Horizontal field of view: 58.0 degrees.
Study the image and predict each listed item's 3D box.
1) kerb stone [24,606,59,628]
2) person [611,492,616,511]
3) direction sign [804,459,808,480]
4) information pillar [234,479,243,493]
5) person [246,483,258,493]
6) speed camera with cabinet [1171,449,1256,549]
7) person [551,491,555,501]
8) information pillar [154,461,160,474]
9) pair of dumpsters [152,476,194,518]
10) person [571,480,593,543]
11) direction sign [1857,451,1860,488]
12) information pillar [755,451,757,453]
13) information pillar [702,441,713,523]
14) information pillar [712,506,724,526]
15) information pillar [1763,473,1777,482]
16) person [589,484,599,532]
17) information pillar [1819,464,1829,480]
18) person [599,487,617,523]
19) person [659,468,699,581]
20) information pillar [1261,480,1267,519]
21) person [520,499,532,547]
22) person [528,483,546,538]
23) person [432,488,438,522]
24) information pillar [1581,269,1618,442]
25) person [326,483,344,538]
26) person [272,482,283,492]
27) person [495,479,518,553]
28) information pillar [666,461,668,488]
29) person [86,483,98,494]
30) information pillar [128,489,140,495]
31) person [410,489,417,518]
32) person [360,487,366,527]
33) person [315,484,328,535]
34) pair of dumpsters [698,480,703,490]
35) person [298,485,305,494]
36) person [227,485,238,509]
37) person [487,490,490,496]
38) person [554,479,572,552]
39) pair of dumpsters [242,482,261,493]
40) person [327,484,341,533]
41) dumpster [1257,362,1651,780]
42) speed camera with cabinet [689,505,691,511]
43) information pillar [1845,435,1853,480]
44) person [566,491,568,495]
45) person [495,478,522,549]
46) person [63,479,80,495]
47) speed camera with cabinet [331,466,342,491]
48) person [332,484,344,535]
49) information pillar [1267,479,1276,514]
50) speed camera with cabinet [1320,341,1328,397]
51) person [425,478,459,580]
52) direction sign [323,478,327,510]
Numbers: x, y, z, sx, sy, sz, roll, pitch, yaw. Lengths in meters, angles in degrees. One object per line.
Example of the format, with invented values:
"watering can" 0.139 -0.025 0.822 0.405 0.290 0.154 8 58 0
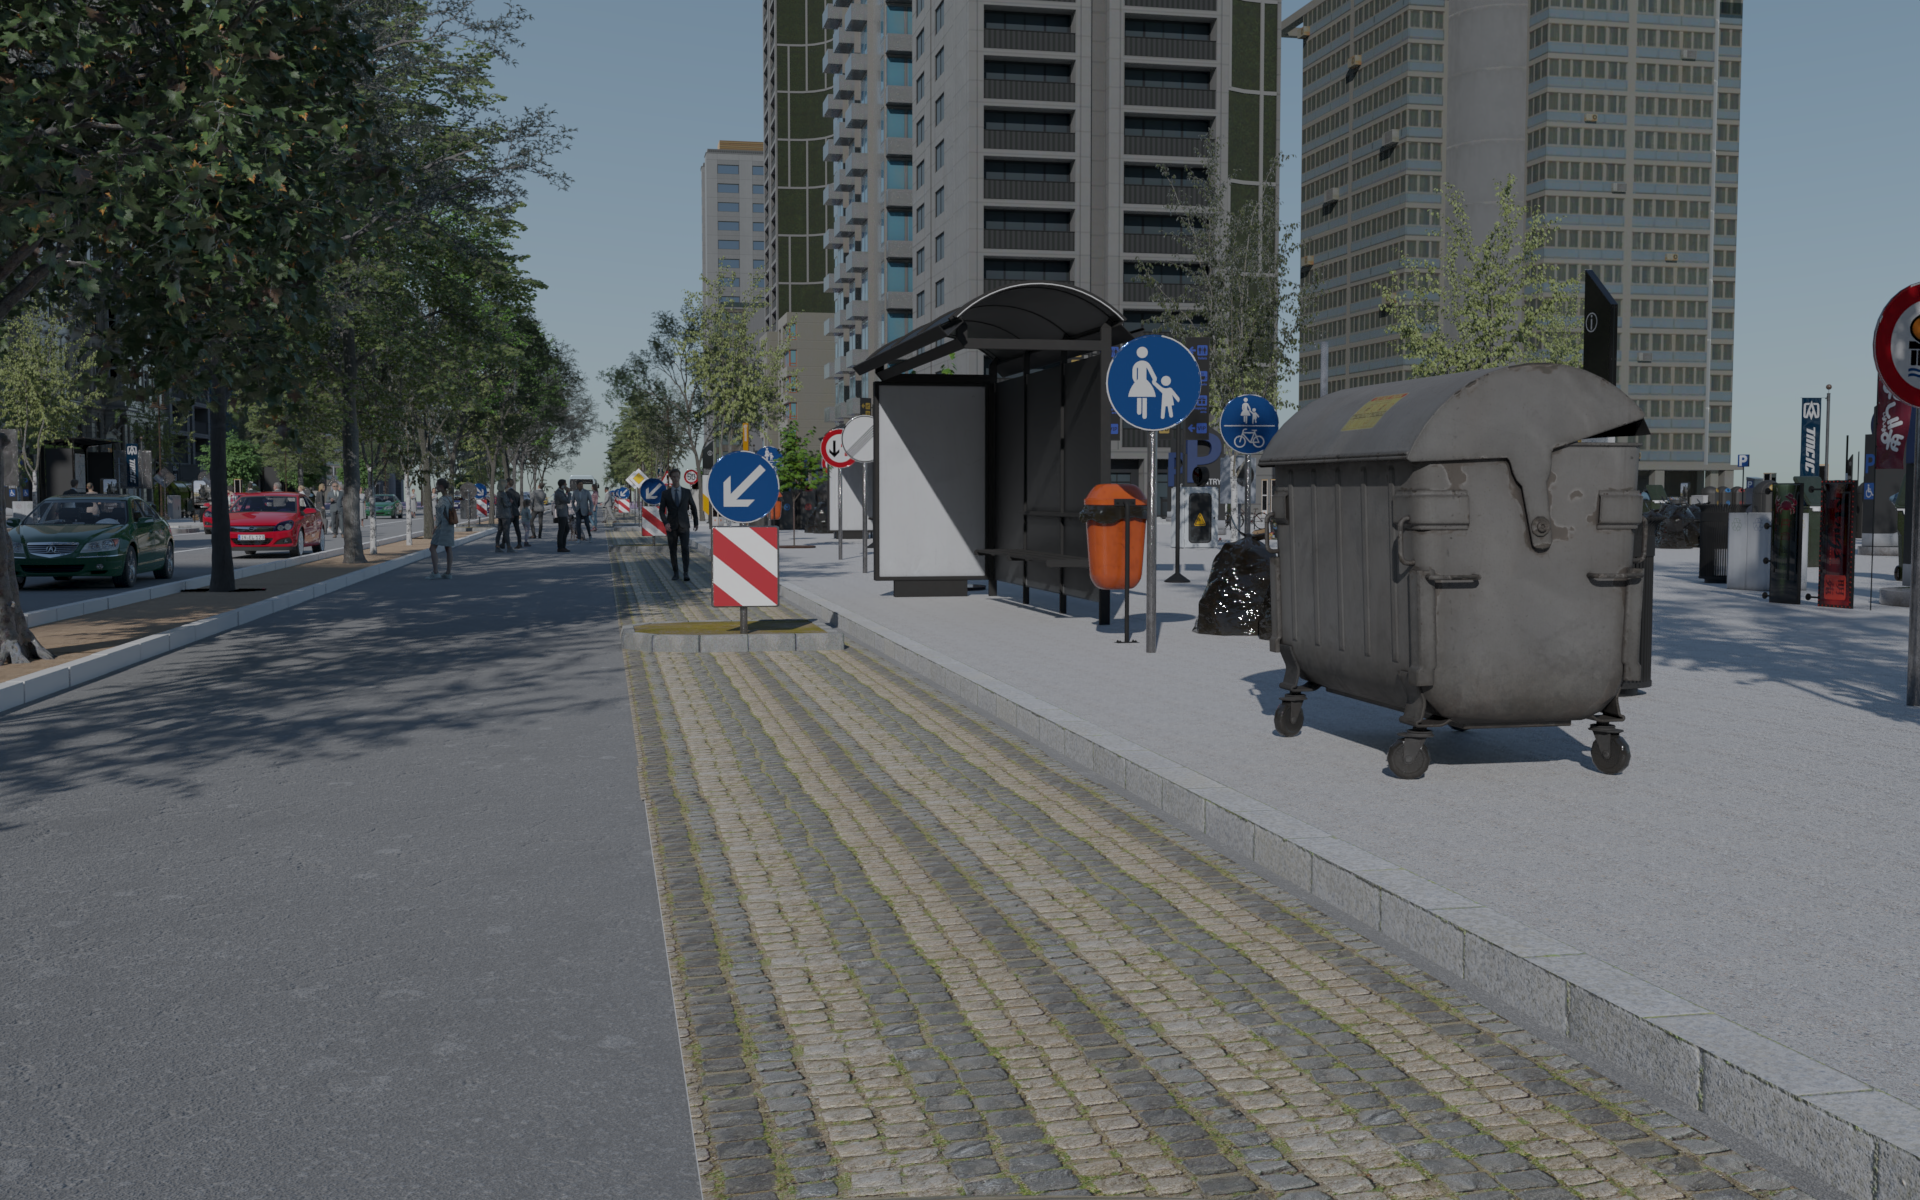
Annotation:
"kerb stone" -10.085 0.201 18.915 0.120 0.150 1.000 -1 4 -12
"person" -28.797 -8.147 143.513 0.589 1.601 0.330 0 4 -7
"direction sign" -9.866 -7.118 108.370 0.876 3.537 0.379 -3 5 -41
"information pillar" -35.461 -4.933 85.142 0.304 2.012 0.304 0 4 -5
"person" -30.560 -4.094 74.793 0.474 1.900 0.648 3 5 40
"speed camera with cabinet" 6.031 -2.861 41.110 2.038 3.252 0.660 -2 4 -25
"person" -49.767 -12.491 212.708 1.348 1.826 0.705 -3 4 -36
"information pillar" -56.346 -7.972 121.691 0.504 3.616 0.183 -2 4 -24
"pair of dumpsters" -41.967 -5.507 92.536 1.574 2.255 4.437 -1 4 -12
"person" -11.045 -2.589 50.677 0.661 1.843 0.795 0 4 5
"direction sign" 47.763 -6.124 92.131 0.379 3.537 0.876 2 4 25
"information pillar" -10.991 -6.179 92.383 0.183 3.616 0.504 3 4 38
"information pillar" -10.980 -5.151 75.573 0.504 3.616 0.183 -2 4 -25
"information pillar" -8.758 -3.556 62.628 0.304 2.012 0.304 3 4 36
"information pillar" 27.929 -3.381 59.771 0.304 2.012 0.304 -2 4 -27
"person" -14.030 -3.534 66.296 0.388 1.821 0.555 -3 5 -40
"information pillar" 21.309 -2.353 42.965 0.304 2.012 0.304 0 4 5
"person" -17.193 -4.642 84.678 0.850 1.792 0.678 0 3 0
"person" -4.608 -1.232 28.420 0.659 1.850 0.755 -1 4 -11
"information pillar" 15.539 -5.128 88.333 0.304 2.012 0.304 1 4 12
"person" -11.822 -2.111 47.287 0.425 1.301 0.394 2 4 26
"person" -13.661 -2.891 55.944 0.592 1.802 0.473 -2 4 -25
"person" -26.914 -4.873 88.740 0.524 1.755 0.480 2 4 34
"information pillar" 6.601 -1.626 17.945 0.183 3.616 0.504 -1 4 -13
"person" -20.364 -2.931 56.600 0.661 1.801 0.590 -2 4 -24
"person" -20.070 -2.565 50.840 0.834 1.777 0.661 2 4 32
"person" -11.158 -2.069 42.509 0.526 1.800 0.537 -1 4 -22
"information pillar" -18.899 -7.371 111.878 0.183 3.616 0.504 0 4 4
"person" -26.896 -2.745 53.722 0.374 1.781 0.599 3 4 36
"information pillar" -54.686 -7.526 114.398 0.183 3.616 0.504 3 5 43
"person" -32.800 -5.811 104.082 0.524 1.755 0.480 2 4 33
"person" -25.982 -4.040 75.119 0.480 1.755 0.524 -3 5 -43
"person" -22.748 -3.230 61.529 0.699 1.804 1.509 -1 4 -10
"pair of dumpsters" -18.071 -7.506 125.223 1.574 2.255 4.437 -1 4 -12
"person" -27.564 -3.909 72.635 0.641 1.798 0.478 -2 4 -32
"person" -24.371 -2.982 58.090 0.563 1.720 0.643 2 4 35
"person" -39.734 -8.425 146.648 0.661 1.777 0.834 -3 5 -44
"person" -9.802 -2.087 42.805 0.473 1.802 0.592 0 4 -4
"pair of dumpsters" -41.081 -5.891 98.809 1.574 2.255 4.437 -1 4 -12
"person" -23.138 -3.403 64.313 0.728 1.800 0.709 0 4 -7
"dumpster" 2.376 -0.168 8.510 1.264 1.857 1.865 -1 4 -12
"speed camera with cabinet" -20.185 -8.545 134.049 0.660 3.252 2.038 1 4 23
"information pillar" 35.342 -4.754 69.077 0.183 3.616 0.504 2 4 26
"person" -33.265 -8.466 146.935 0.388 1.821 0.555 -1 4 -23
"person" -11.805 -2.267 45.346 0.755 1.850 0.659 2 4 24
"person" -24.994 -2.480 48.828 0.659 1.850 0.755 1 4 17
"speed camera with cabinet" -43.998 -7.873 123.053 0.660 3.252 2.038 -3 5 -44
"person" -21.609 -3.153 60.448 0.834 1.777 0.661 3 5 44
"information pillar" 15.673 -5.021 86.578 0.304 2.012 0.304 0 4 1
"speed camera with cabinet" 4.836 -1.684 21.862 0.660 3.252 2.038 0 4 7
"person" -8.706 -1.205 29.203 0.522 1.701 0.512 0 4 4
"direction sign" -52.566 -9.244 143.136 0.379 3.537 0.876 -1 4 -22
